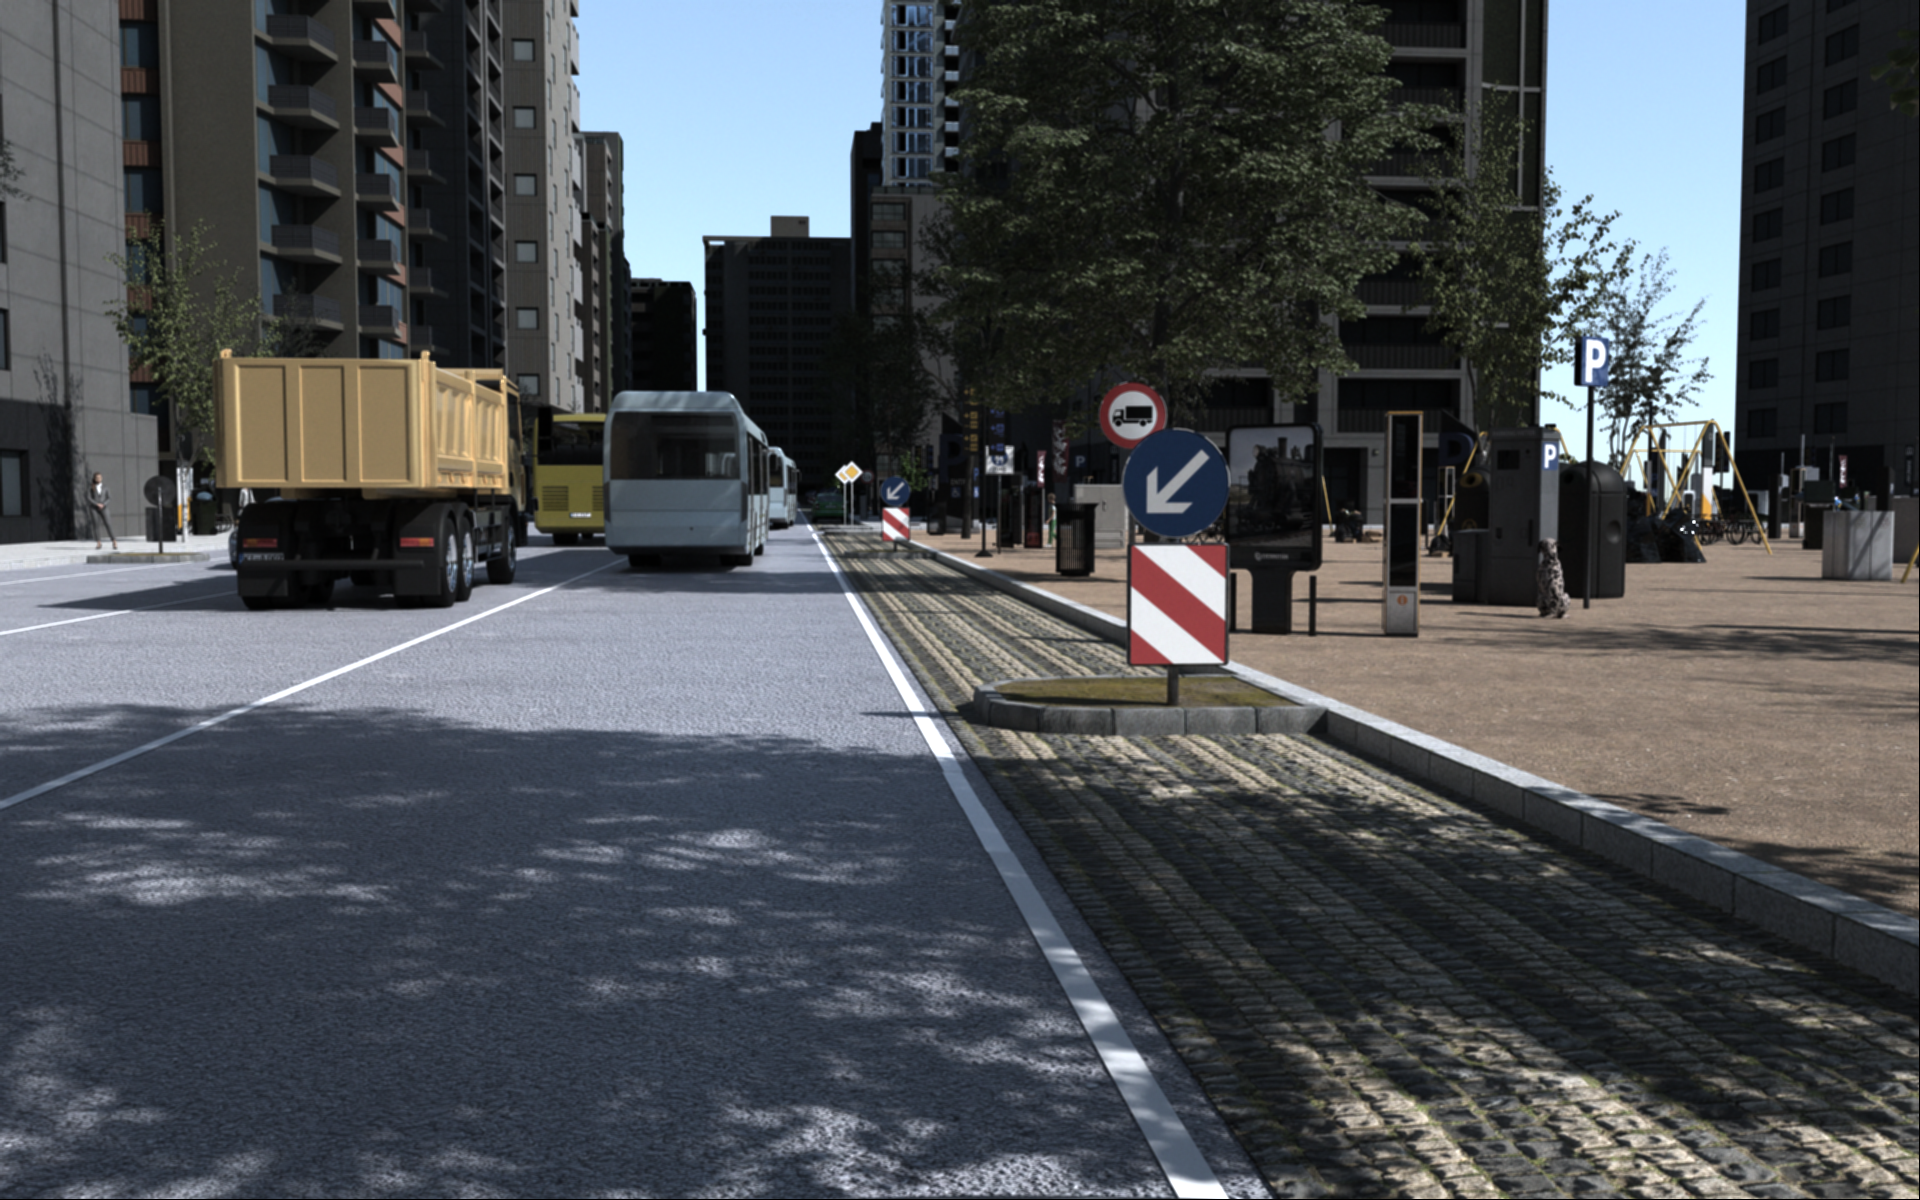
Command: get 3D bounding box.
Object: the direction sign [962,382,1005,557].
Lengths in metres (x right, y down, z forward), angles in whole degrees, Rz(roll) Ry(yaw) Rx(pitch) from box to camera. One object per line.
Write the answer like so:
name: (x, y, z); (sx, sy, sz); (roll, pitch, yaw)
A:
direction sign: (0.487, -2.646, 35.266); (0.876, 3.537, 0.379); (0, 4, -6)

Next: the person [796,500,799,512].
person: (-13.177, -7.895, 137.936); (0.694, 1.780, 0.624); (-3, 5, -45)

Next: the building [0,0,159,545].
building: (-34.372, -36.871, 41.088); (20.611, 71.187, 20.563); (0, 4, -6)

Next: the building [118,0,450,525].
building: (-37.657, -26.241, 83.661); (22.147, 44.769, 28.867); (0, 4, -6)

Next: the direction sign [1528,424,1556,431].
direction sign: (18.793, -3.917, 56.042); (0.876, 3.537, 0.379); (2, 4, 28)

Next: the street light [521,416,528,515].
street light: (-25.834, -7.915, 102.198); (0.468, 5.910, 1.993); (0, 4, -6)

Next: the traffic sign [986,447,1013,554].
traffic sign: (0.840, -2.132, 36.983); (0.606, 2.300, 0.079); (0, 4, -1)

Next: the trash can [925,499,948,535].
trash can: (-0.728, -2.580, 53.838); (0.748, 1.137, 0.748); (0, 3, 0)

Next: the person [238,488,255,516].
person: (-27.131, -3.643, 65.958); (0.694, 1.780, 0.624); (-3, 4, -36)

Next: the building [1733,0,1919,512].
building: (55.219, -39.714, 87.570); (20.611, 71.187, 20.563); (0, 4, -6)

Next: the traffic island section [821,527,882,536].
traffic island section: (-3.732, -2.343, 60.594); (2.009, 0.180, 2.903); (0, 4, -6)

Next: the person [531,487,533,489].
person: (-27.794, -6.504, 112.958); (0.524, 1.755, 0.480); (1, 4, 19)

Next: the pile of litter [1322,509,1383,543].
pile of litter: (10.666, -1.950, 45.841); (1.719, 0.858, 1.176); (-1, 4, -13)

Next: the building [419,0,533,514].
building: (-39.680, -41.468, 116.259); (20.563, 71.187, 20.611); (0, 4, -6)

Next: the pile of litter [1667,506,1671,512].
pile of litter: (50.421, -6.612, 122.072); (1.719, 0.858, 1.176); (2, 4, 34)

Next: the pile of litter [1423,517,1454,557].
pile of litter: (10.334, -1.315, 35.473); (1.719, 0.858, 1.176); (0, 4, 7)

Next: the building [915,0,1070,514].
building: (12.696, -26.211, 120.438); (32.217, 40.220, 23.993); (0, 4, -6)

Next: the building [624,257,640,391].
building: (-46.482, -26.615, 206.861); (14.107, 30.474, 14.160); (0, 4, -6)

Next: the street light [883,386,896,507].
street light: (-3.028, -6.209, 74.304); (0.468, 5.910, 1.993); (0, 4, -6)

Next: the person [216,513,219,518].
person: (-26.103, -2.862, 60.314); (0.382, 1.210, 0.505); (2, 4, 32)

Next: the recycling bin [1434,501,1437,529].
recycling bin: (16.781, -2.870, 59.475); (0.722, 1.027, 0.722); (-2, 4, -24)

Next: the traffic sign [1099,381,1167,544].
traffic sign: (1.953, -1.195, 19.648); (0.768, 2.556, 0.104); (0, 4, 4)

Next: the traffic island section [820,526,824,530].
traffic island section: (-4.511, -2.829, 68.541); (2.009, 0.180, 2.903); (0, 4, -6)

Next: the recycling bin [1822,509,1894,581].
recycling bin: (13.427, -0.817, 25.911); (0.722, 1.027, 0.722); (0, 4, -1)

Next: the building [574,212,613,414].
building: (-43.107, -24.714, 175.770); (14.160, 30.474, 14.107); (0, 4, -6)

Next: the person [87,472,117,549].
person: (-19.945, -2.076, 40.252); (0.573, 1.790, 0.520); (3, 5, 40)

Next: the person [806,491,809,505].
person: (-18.353, -12.291, 209.327); (0.599, 1.838, 0.709); (-1, 4, -11)

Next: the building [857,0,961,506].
building: (0.404, -53.435, 186.327); (22.319, 86.520, 31.000); (0, 4, -6)

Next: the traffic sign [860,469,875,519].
traffic sign: (-4.762, -5.431, 88.898); (0.768, 2.556, 0.104); (0, 4, -1)

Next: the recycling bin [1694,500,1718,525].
recycling bin: (31.047, -3.643, 72.125); (0.722, 1.027, 0.722); (0, 4, 1)

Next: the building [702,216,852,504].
building: (-23.988, -33.818, 244.803); (23.993, 40.220, 32.217); (0, 4, -6)

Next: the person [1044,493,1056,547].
person: (2.272, -1.939, 42.001); (0.590, 1.304, 0.306); (-2, 4, -33)

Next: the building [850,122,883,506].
building: (-6.019, -34.221, 209.623); (14.600, 45.320, 14.200); (0, 4, -6)

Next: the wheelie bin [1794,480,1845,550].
wheelie bin: (19.853, -1.970, 40.122); (0.980, 1.594, 0.693); (2, 4, 23)

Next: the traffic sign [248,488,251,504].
traffic sign: (-20.596, -3.064, 50.202); (0.768, 2.556, 0.104); (0, 4, -3)

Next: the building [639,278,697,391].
building: (-42.895, -28.323, 234.780); (14.107, 30.474, 14.160); (0, 4, -6)

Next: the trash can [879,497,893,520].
trash can: (-3.401, -4.213, 80.528); (0.748, 1.137, 0.748); (0, 3, 0)

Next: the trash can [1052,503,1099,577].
trash can: (1.803, -0.943, 27.068); (0.748, 1.137, 0.748); (0, 3, 0)

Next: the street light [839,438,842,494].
street light: (-9.840, -10.414, 143.060); (0.468, 5.910, 1.993); (0, 4, -6)

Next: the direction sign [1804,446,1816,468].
direction sign: (40.347, -5.521, 82.272); (0.379, 3.537, 0.876); (0, 4, -5)

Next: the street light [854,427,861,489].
street light: (-6.487, -8.319, 108.798); (0.468, 5.910, 1.993); (0, 4, -6)

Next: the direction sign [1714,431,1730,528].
direction sign: (27.696, -4.342, 62.994); (0.379, 3.537, 0.876); (-1, 4, -9)

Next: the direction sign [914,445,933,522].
direction sign: (-1.676, -5.407, 80.403); (0.876, 3.537, 0.379); (0, 4, 7)

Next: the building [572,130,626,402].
building: (-44.384, -30.939, 189.454); (14.154, 41.232, 14.086); (0, 4, -6)

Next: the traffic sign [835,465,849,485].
traffic sign: (-4.534, -4.053, 68.456); (0.795, 2.593, 0.064); (0, 4, -6)

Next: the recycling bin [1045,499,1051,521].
recycling bin: (3.853, -4.233, 81.760); (0.722, 1.027, 0.722); (2, 4, 28)

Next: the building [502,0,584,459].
building: (-48.315, -34.474, 152.883); (28.713, 52.752, 27.495); (0, 4, -6)

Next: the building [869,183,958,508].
building: (-1.710, -24.068, 165.212); (14.160, 30.474, 14.107); (0, 4, -6)

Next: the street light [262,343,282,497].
street light: (-21.067, -4.918, 53.197); (0.468, 5.910, 1.993); (0, 4, -6)

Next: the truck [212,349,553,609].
truck: (-8.104, -1.797, 25.308); (3.469, 3.379, 9.791); (0, 4, -7)

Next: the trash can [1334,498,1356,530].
trash can: (13.220, -2.926, 59.501); (0.748, 1.137, 0.748); (0, 3, 0)

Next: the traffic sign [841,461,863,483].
traffic sign: (-3.754, -3.567, 60.509); (0.795, 2.593, 0.064); (0, 4, -6)

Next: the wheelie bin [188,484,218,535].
wheelie bin: (-23.514, -2.809, 53.829); (0.980, 1.594, 0.693); (3, 4, 36)

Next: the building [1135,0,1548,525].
building: (16.816, -39.253, 80.043); (20.611, 71.187, 20.563); (0, 4, -6)

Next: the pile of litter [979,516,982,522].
pile of litter: (0.546, -3.944, 78.445); (1.719, 0.858, 1.176); (-3, 5, -43)
